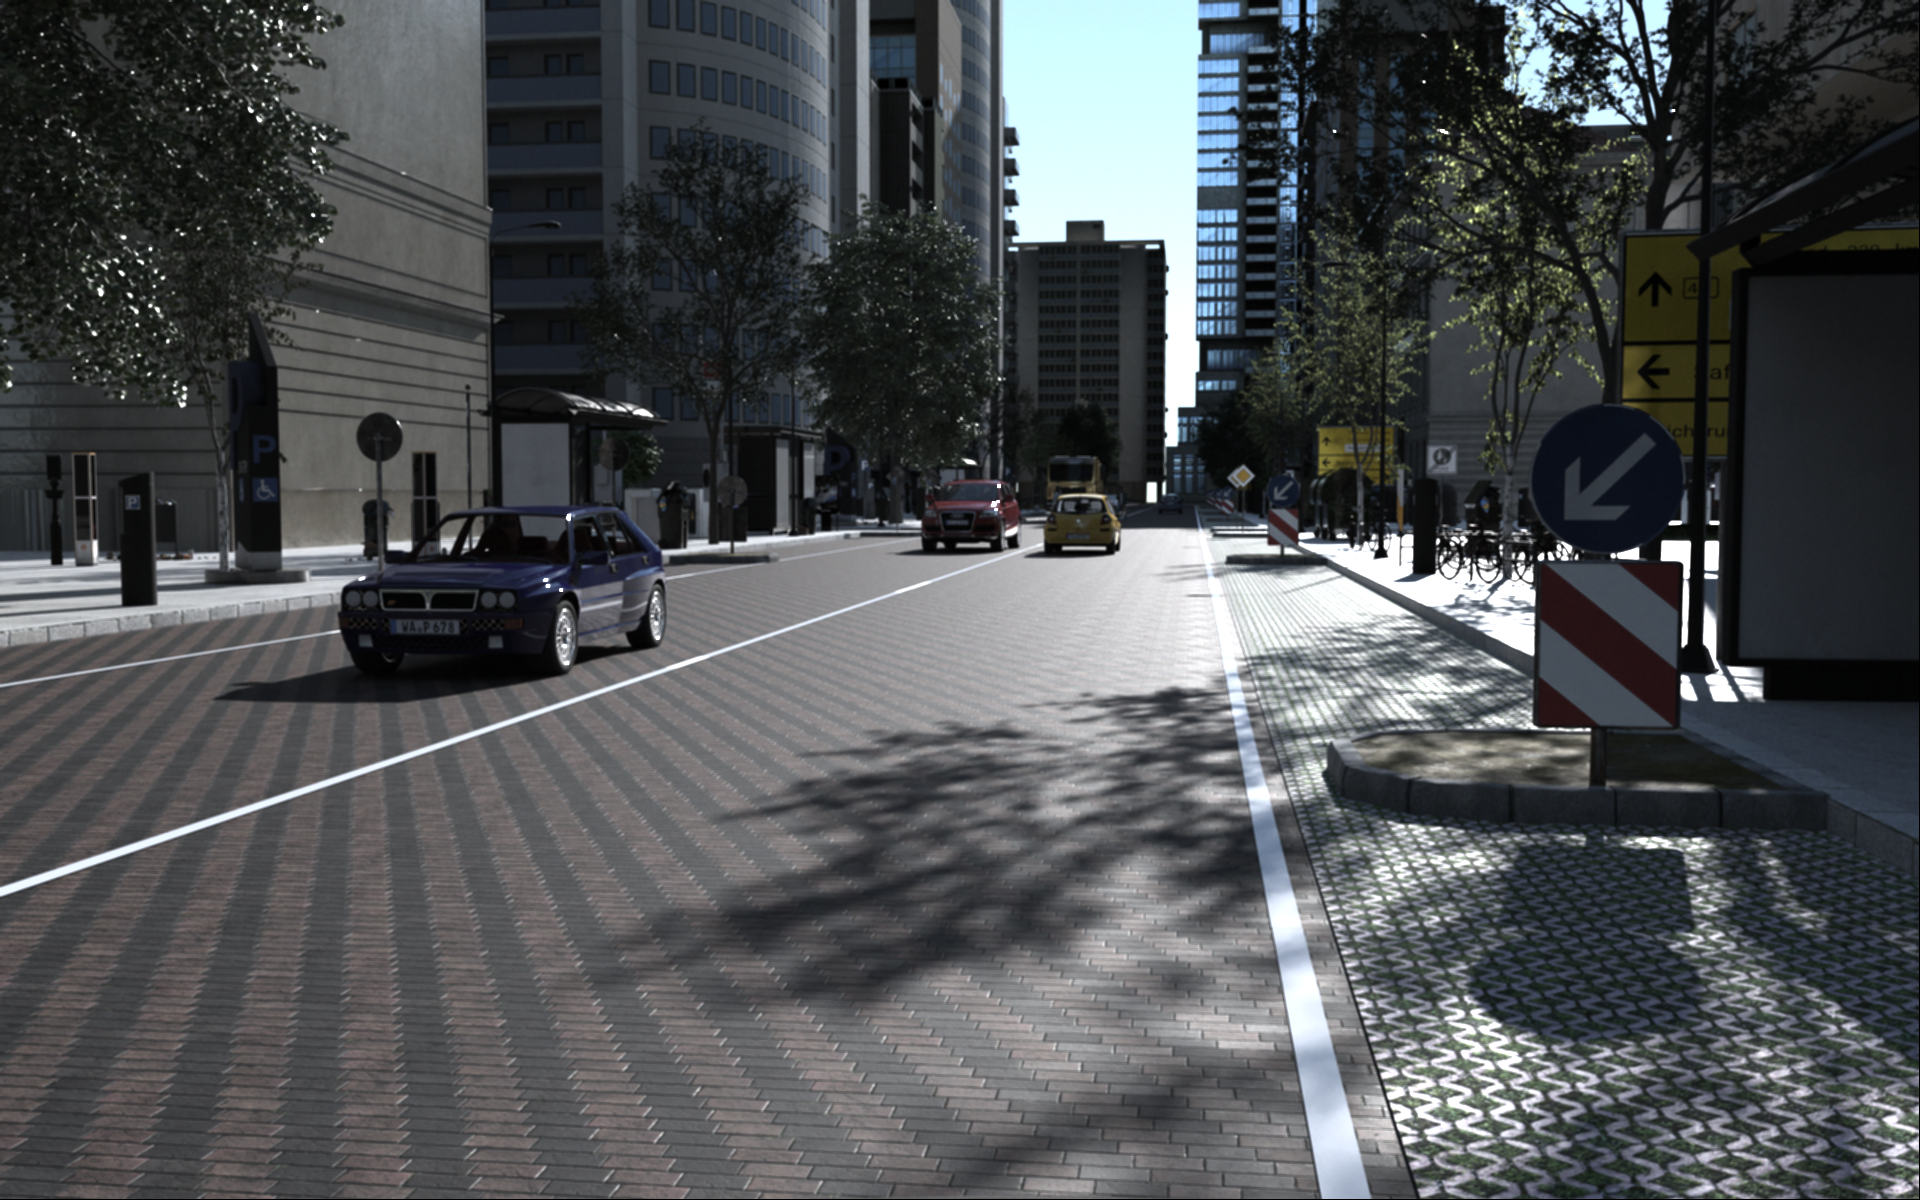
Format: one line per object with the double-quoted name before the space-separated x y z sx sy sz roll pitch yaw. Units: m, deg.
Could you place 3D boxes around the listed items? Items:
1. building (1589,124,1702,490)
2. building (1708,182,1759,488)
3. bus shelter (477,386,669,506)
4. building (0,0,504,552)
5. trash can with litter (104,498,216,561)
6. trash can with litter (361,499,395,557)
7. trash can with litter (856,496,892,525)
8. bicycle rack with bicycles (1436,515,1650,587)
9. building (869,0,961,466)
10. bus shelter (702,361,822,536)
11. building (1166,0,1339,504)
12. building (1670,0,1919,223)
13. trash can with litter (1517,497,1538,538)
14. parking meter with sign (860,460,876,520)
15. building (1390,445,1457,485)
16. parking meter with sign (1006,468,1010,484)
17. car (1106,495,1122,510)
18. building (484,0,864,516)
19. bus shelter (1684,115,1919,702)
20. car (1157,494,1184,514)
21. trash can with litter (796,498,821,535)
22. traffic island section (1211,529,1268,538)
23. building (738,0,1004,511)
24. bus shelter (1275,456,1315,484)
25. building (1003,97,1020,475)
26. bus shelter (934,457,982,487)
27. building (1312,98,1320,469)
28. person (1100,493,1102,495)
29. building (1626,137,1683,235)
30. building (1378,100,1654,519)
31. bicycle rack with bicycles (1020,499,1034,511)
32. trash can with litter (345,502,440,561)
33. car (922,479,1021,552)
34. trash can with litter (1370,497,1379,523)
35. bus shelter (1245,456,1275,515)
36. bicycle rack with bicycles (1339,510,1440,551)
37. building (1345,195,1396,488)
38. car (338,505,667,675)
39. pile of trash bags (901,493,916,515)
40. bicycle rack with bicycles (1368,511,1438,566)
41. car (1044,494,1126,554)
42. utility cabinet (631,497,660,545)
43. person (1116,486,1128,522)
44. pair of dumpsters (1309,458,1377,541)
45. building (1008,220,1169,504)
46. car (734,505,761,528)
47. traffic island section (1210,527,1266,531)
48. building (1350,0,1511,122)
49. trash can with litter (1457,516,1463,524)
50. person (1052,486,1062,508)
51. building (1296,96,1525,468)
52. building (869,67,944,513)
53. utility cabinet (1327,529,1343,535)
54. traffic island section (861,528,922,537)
"building" 74.739 -31.234 194.265 14.086 41.232 14.154 0 4 8
"building" 91.615 -45.846 187.837 20.611 71.187 20.563 0 4 8
"bus shelter" -7.742 -2.533 35.333 2.014 3.302 5.546 0 4 8
"building" -29.222 -13.050 46.659 30.059 22.955 16.112 0 4 8
"trash can with litter" -15.929 -1.395 33.865 2.233 1.210 1.678 0 4 -2
"trash can with litter" -12.092 -1.503 35.960 0.624 1.170 1.055 -1 4 -13
"trash can with litter" -3.970 -3.759 72.516 2.233 1.210 1.678 1 4 13
"bicycle rack with bicycles" 8.541 -0.701 24.839 2.852 0.926 2.925 -1 4 -11
"building" -7.655 -30.605 150.495 14.600 45.320 14.200 0 4 8
"bus shelter" -6.338 -4.714 54.714 2.179 5.291 8.768 0 4 8
"building" 44.494 -56.679 239.378 31.000 86.520 22.319 0 4 8
"building" 28.444 -26.684 25.530 28.713 52.752 27.495 0 4 8
"trash can with litter" 17.261 -2.436 50.893 2.233 1.210 1.678 -2 4 -25
"parking meter with sign" -4.619 -5.595 87.738 0.543 3.016 1.738 -1 4 -16
"building" 66.223 -28.241 233.444 14.107 30.474 14.160 0 4 8
"parking meter with sign" 2.537 -7.316 115.871 1.738 3.016 0.543 3 5 44
"car" 13.942 -8.956 158.800 2.083 1.381 4.827 0 4 7
"building" -17.701 -33.607 91.478 21.231 58.520 28.212 0 4 8
"bus shelter" 5.244 -0.872 8.186 2.014 3.302 5.546 0 4 7
"car" 15.605 -7.121 128.424 2.014 1.417 4.499 0 4 7
"trash can with litter" -4.782 -2.628 54.353 0.624 1.170 1.055 1 4 10
"traffic island section" 9.467 -2.175 57.845 2.009 0.180 2.903 0 4 8
"building" -7.657 -38.538 172.090 21.231 58.520 28.212 0 4 8
"bus shelter" 18.403 -6.221 95.630 2.014 3.302 5.546 0 4 8
"building" -8.727 -35.519 200.347 30.456 49.044 23.786 0 4 8
"bus shelter" -0.138 -6.209 95.442 2.014 3.302 5.546 0 4 8
"building" 42.015 -31.707 168.520 14.600 45.320 14.200 0 4 8
"person" 17.847 -13.015 221.819 0.617 1.759 0.750 3 4 37
"building" 89.098 -37.645 235.098 30.456 49.044 23.786 0 4 8
"building" 30.456 -16.010 97.925 11.583 22.565 21.152 0 4 8
"bicycle rack with bicycles" 4.235 -7.100 129.472 2.852 0.926 2.925 1 4 23
"trash can with litter" -10.848 -1.392 33.814 2.233 1.210 1.678 -2 4 -24
"car" 0.348 -2.200 44.648 2.281 1.827 5.304 1 4 9
"trash can with litter" 16.174 -3.529 69.079 1.055 1.170 0.624 -1 4 -18
"bus shelter" 19.191 -7.302 110.673 1.731 3.624 6.357 0 4 7
"bicycle rack with bicycles" 9.938 -1.599 39.520 2.852 0.926 2.925 1 4 16
"building" 35.728 -18.586 122.942 14.314 24.678 30.058 0 4 8
"car" -3.823 -0.149 15.013 1.945 1.354 3.894 0 4 7
"pile of trash bags" -2.517 -5.914 106.453 3.447 1.369 1.912 2 4 23
"bicycle rack with bicycles" 8.905 -1.000 29.736 2.925 0.926 2.852 0 4 -2
"car" 3.047 -1.981 42.614 2.015 1.641 3.980 0 4 8
"utility cabinet" -7.837 -1.999 43.853 0.306 1.237 1.020 3 5 43
"person" 8.377 -4.937 89.199 0.794 1.824 0.713 3 5 45
"pair of dumpsters" 10.861 -2.860 49.247 1.574 2.255 4.437 0 4 8
"building" 17.808 -34.054 248.655 23.993 40.220 32.217 0 4 8
"car" -9.248 -3.429 65.655 3.694 1.707 1.945 0 4 7
"traffic island section" 10.530 -2.659 65.759 2.009 0.180 2.903 0 4 8
"building" 40.081 -30.817 153.973 14.600 45.320 14.200 0 4 8
"trash can with litter" 21.284 -3.911 75.335 1.055 1.170 0.624 0 4 -6
"person" 4.194 -4.077 75.422 0.793 1.790 0.793 3 5 41
"building" 48.610 -32.750 190.079 22.147 44.769 28.867 0 4 8
"building" -9.019 -21.394 121.494 14.160 30.474 14.107 0 4 8
"utility cabinet" 11.705 -2.778 54.105 0.318 1.500 1.173 2 4 25
"traffic island section" -2.170 -2.271 59.407 2.009 0.180 2.903 0 4 8
